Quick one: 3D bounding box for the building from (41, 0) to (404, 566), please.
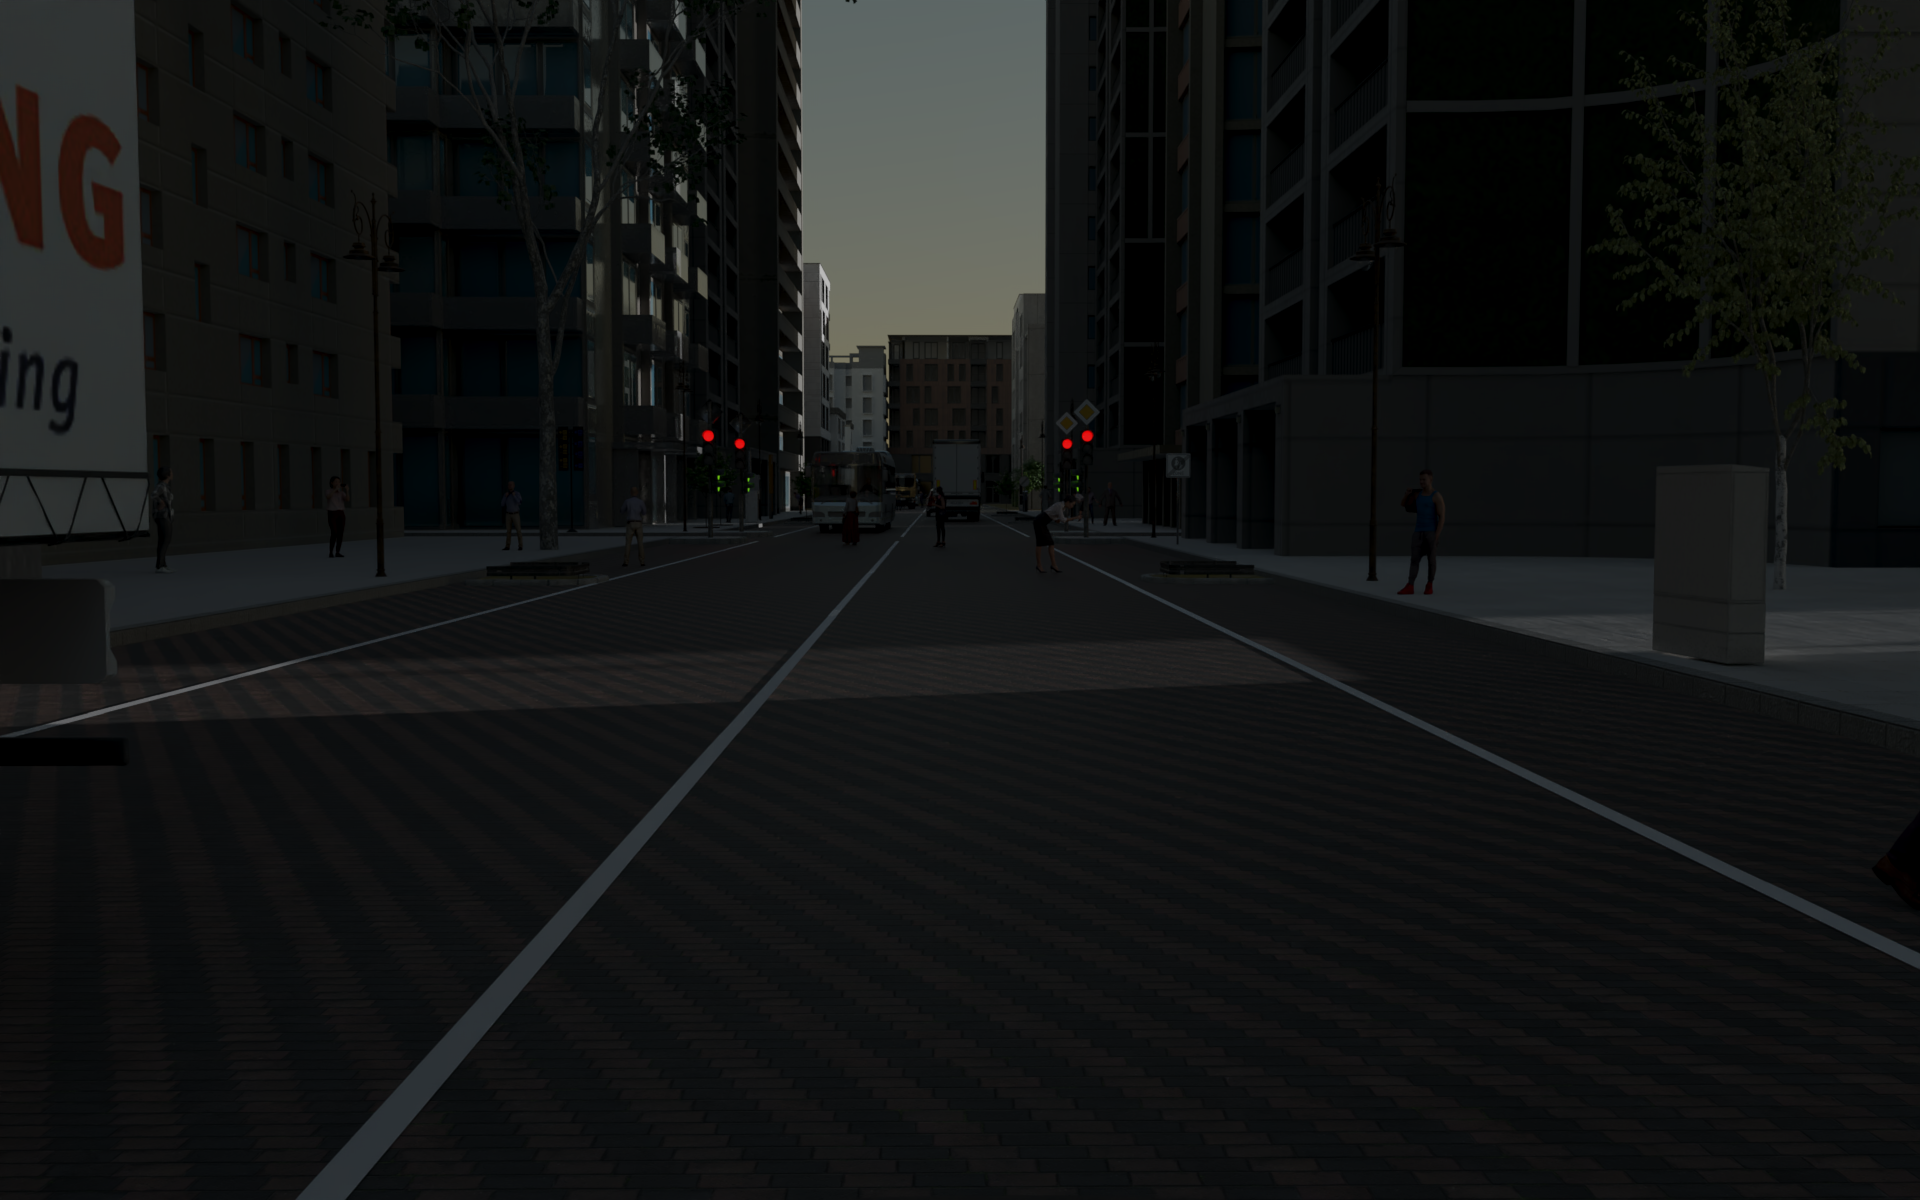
[{"bbox_3d":[-30.901,-11.750,37.151,28.899,21.520,27.650,0,4,-1],"label":"building"}]

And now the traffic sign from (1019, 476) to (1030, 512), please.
[{"bbox_3d":[4.573,-7.523,123.110,0.768,2.556,0.104,1,4,9],"label":"traffic sign"}]

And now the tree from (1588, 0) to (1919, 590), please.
[{"bbox_3d":[10.830,-4.440,22.964,4.737,8.622,4.395,0,3,0],"label":"tree"}]

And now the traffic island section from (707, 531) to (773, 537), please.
[{"bbox_3d":[-7.468,-2.248,59.038,2.009,0.180,2.903,0,4,-1],"label":"traffic island section"}]

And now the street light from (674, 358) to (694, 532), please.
[{"bbox_3d":[-9.413,-5.281,59.124,0.468,5.910,1.993,0,4,-1],"label":"street light"}]

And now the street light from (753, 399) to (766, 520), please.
[{"bbox_3d":[-9.717,-6.804,84.028,0.468,5.910,1.993,0,4,-1],"label":"street light"}]

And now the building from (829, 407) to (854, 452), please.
[{"bbox_3d":[-16.476,-14.653,181.727,9.099,9.664,28.070,0,4,-1],"label":"building"}]

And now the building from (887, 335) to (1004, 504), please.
[{"bbox_3d":[6.909,-23.779,232.757,32.646,21.610,27.936,0,4,-1],"label":"building"}]

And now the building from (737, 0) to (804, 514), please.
[{"bbox_3d":[-22.406,-30.365,120.162,21.300,48.544,21.600,0,4,-1],"label":"building"}]

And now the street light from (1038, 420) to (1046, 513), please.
[{"bbox_3d":[5.127,-8.272,108.042,0.468,5.910,1.993,0,4,-1],"label":"street light"}]

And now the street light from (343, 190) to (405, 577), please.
[{"bbox_3d":[-8.992,-3.299,26.719,0.468,5.910,1.993,0,4,-1],"label":"street light"}]

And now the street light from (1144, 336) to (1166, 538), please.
[{"bbox_3d":[5.694,-4.767,50.727,0.468,5.910,1.993,0,4,-1],"label":"street light"}]

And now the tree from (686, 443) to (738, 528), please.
[{"bbox_3d":[-9.697,-4.321,65.256,1.663,3.219,1.824,0,3,0],"label":"tree"}]

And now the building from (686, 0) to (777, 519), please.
[{"bbox_3d":[-21.258,-40.371,98.322,20.563,71.187,20.611,0,4,-1],"label":"building"}]

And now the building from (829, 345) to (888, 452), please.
[{"bbox_3d":[-15.266,-22.656,226.852,11.380,20.091,16.016,0,4,-1],"label":"building"}]

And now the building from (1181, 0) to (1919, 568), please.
[{"bbox_3d":[16.778,-36.693,38.177,20.563,71.187,20.611,0,4,-1],"label":"building"}]

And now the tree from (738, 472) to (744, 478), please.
[{"bbox_3d":[-9.819,-4.652,70.658,1.663,3.219,1.824,0,3,0],"label":"tree"}]

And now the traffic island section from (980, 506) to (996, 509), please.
[{"bbox_3d":[2.423,-8.488,161.646,1.991,0.108,1.994,0,4,-1],"label":"traffic island section"}]

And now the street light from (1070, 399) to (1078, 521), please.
[{"bbox_3d":[5.371,-6.749,83.137,0.468,5.910,1.993,0,4,-1],"label":"street light"}]

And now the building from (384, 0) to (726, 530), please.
[{"bbox_3d":[-23.045,-27.760,73.489,23.786,49.044,30.456,0,4,-1],"label":"building"}]

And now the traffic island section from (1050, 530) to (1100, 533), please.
[{"bbox_3d":[3.652,-2.256,59.166,2.009,0.180,2.903,0,4,-1],"label":"traffic island section"}]

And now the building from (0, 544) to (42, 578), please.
[{"bbox_3d":[-17.142,-14.661,11.411,14.160,30.474,14.107,0,4,-1],"label":"building"}]

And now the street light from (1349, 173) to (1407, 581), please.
[{"bbox_3d":[6.090,-3.218,25.400,0.468,5.910,1.993,0,4,-1],"label":"street light"}]

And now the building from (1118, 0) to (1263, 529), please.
[{"bbox_3d":[21.297,-25.423,70.298,28.867,44.769,22.147,0,4,-1],"label":"building"}]

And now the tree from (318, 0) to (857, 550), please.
[{"bbox_3d":[-8.371,-11.157,38.312,12.611,20.169,13.585,0,3,0],"label":"tree"}]

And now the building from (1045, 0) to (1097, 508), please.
[{"bbox_3d":[16.386,-35.301,119.165,21.231,58.520,28.212,0,4,-1],"label":"building"}]

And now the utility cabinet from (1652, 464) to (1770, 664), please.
[{"bbox_3d":[5.815,-0.291,13.435,0.318,1.500,1.173,0,4,-4],"label":"utility cabinet"}]

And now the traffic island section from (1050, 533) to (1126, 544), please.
[{"bbox_3d":[3.748,-1.768,51.182,2.009,0.180,2.903,0,4,-1],"label":"traffic island section"}]

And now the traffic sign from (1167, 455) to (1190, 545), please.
[{"bbox_3d":[5.522,-2.554,43.892,0.606,2.300,0.079,0,4,0],"label":"traffic sign"}]

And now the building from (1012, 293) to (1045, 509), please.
[{"bbox_3d":[13.846,-18.027,161.204,16.747,18.905,31.486,0,4,-1],"label":"building"}]

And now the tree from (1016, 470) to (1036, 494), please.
[{"bbox_3d":[5.187,-8.750,137.671,1.663,3.219,1.824,0,3,0],"label":"tree"}]

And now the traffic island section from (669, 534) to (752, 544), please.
[{"bbox_3d":[-7.372,-1.760,51.054,2.009,0.180,2.903,0,4,-1],"label":"traffic island section"}]

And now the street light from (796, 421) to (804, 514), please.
[{"bbox_3d":[-10.040,-8.337,109.097,0.468,5.910,1.993,0,4,-1],"label":"street light"}]

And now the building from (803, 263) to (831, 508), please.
[{"bbox_3d":[-26.236,-18.775,150.941,27.936,21.610,32.646,0,4,-1],"label":"building"}]

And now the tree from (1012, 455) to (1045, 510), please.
[{"bbox_3d":[5.982,-9.699,142.289,4.285,4.588,4.351,0,3,0],"label":"tree"}]

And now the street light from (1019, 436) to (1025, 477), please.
[{"bbox_3d":[4.779,-9.836,133.613,0.468,5.910,1.993,0,4,-1],"label":"street light"}]

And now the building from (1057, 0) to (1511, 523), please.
[{"bbox_3d":[16.360,-40.110,94.053,20.563,71.187,20.611,0,4,-1],"label":"building"}]

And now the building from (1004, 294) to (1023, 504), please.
[{"bbox_3d":[19.791,-21.359,193.199,27.936,21.610,32.646,0,4,-1],"label":"building"}]
